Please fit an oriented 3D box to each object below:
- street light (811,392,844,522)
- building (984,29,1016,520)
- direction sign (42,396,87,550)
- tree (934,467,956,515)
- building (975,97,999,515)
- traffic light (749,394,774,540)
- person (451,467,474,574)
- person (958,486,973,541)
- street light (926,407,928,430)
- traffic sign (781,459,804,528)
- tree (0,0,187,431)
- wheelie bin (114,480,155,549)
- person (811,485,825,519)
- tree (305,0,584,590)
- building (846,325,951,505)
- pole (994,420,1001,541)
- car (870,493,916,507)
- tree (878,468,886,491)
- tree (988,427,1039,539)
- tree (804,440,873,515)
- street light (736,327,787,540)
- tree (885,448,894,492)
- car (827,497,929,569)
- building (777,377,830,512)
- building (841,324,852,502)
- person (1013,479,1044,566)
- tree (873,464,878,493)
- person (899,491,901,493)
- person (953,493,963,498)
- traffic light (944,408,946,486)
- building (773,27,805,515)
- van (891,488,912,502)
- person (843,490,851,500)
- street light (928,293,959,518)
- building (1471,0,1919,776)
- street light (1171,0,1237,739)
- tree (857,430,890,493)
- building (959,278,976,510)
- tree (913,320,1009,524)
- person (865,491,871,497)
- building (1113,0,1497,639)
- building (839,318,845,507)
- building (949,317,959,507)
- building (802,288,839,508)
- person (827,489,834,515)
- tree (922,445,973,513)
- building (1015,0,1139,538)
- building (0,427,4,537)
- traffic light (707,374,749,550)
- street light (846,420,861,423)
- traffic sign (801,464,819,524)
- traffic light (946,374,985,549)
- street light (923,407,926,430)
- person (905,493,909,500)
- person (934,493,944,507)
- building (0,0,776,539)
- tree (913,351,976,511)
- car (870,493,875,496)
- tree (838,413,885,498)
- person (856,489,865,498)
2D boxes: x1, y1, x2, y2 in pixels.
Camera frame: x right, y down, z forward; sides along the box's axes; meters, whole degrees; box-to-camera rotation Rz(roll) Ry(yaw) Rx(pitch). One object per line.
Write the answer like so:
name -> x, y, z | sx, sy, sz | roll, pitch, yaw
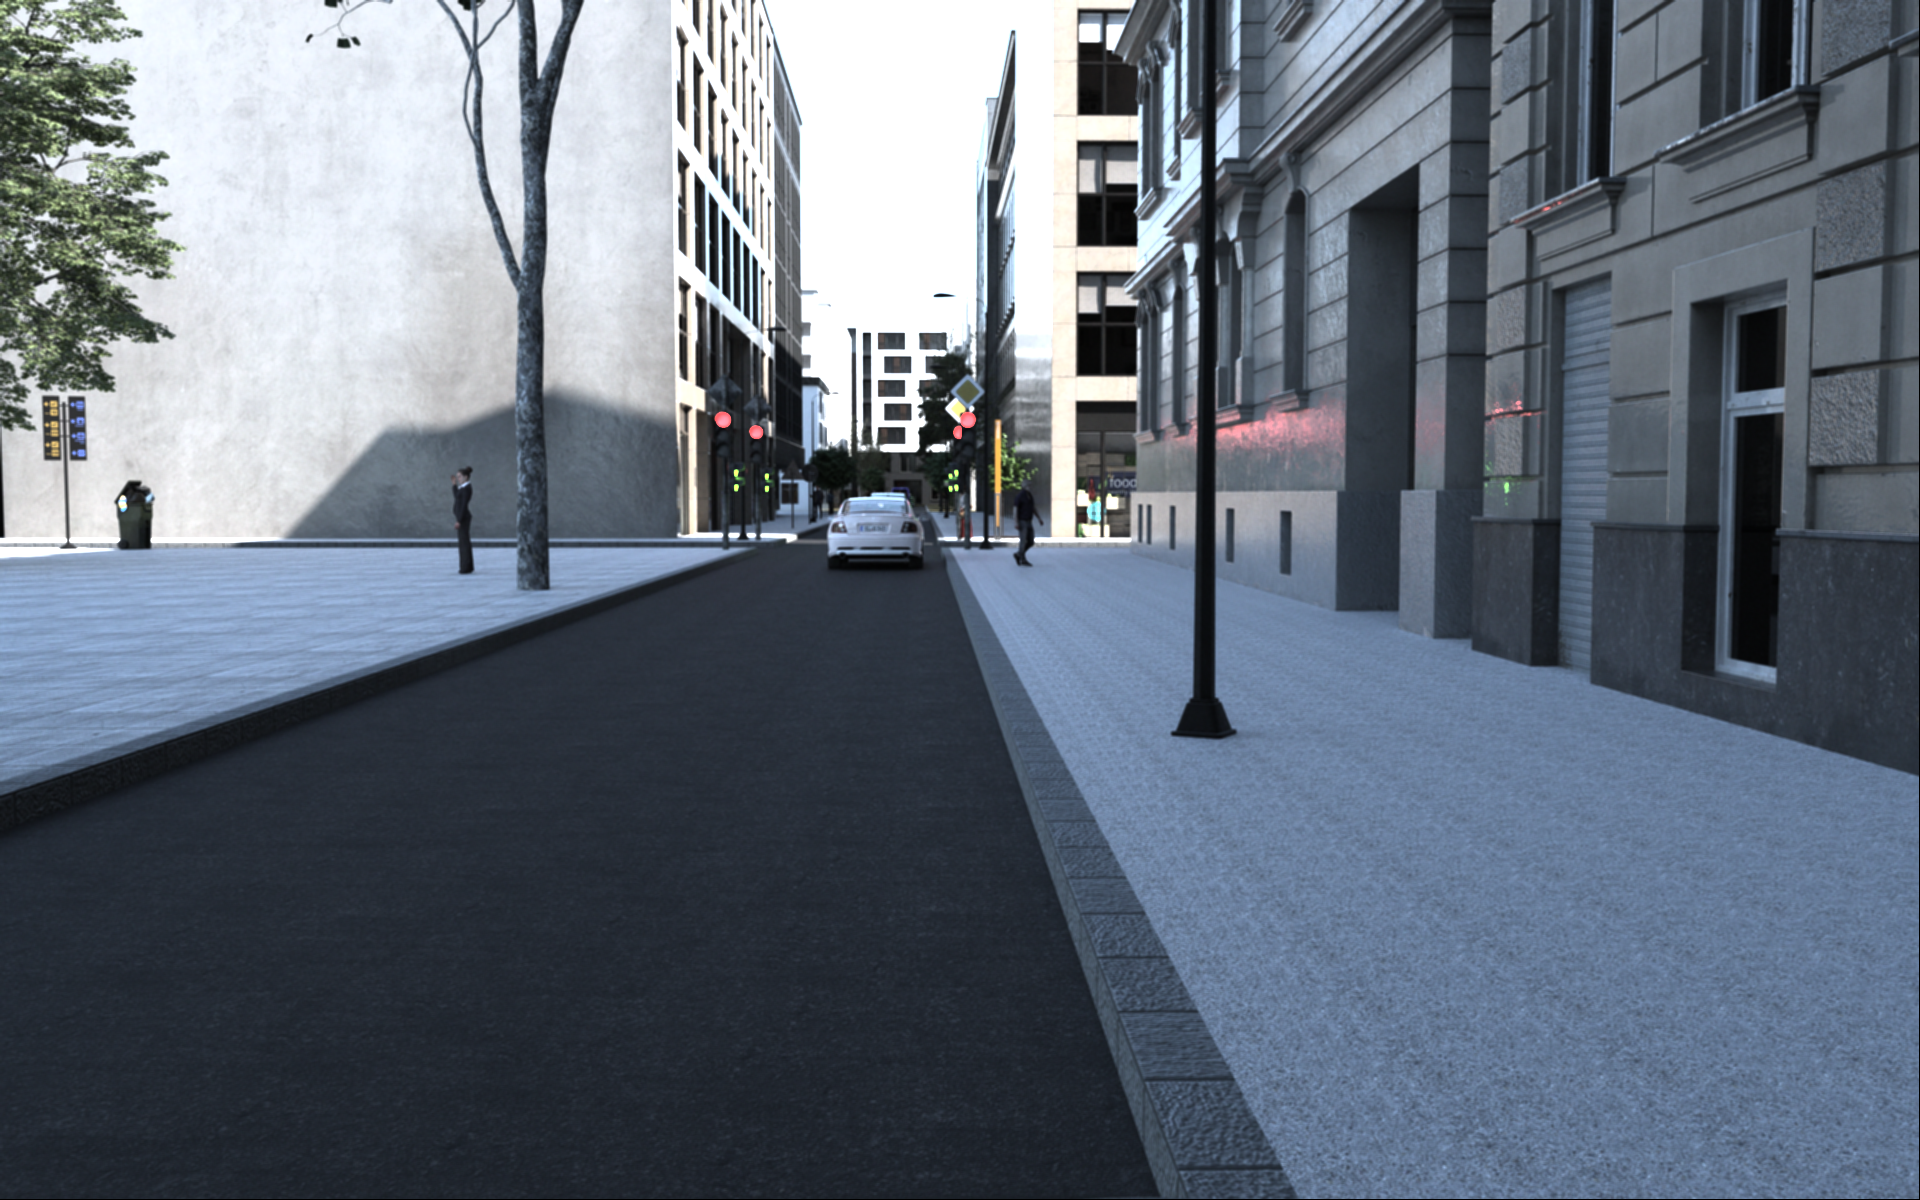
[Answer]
street light -> -6.149, -6.499, 78.806 | 1.470, 5.913, 1.316 | 0, 4, -1
building -> 9.841, -15.596, 88.278 | 16.112, 22.955, 30.059 | 0, 4, -1
direction sign -> -20.689, -2.941, 40.082 | 0.876, 3.537, 0.379 | -2, 4, -23
tree -> -0.394, -6.945, 108.151 | 1.663, 3.219, 1.824 | 0, 3, 0
building -> 7.356, -18.075, 113.549 | 12.078, 24.808, 19.932 | 0, 4, -1
traffic light -> -5.585, -3.591, 47.958 | 0.839, 4.213, 0.868 | 0, 4, -1
person -> -8.141, -1.299, 28.083 | 0.742, 1.727, 0.445 | 3, 5, 40
person -> 0.154, -2.393, 47.630 | 0.387, 1.526, 0.523 | 0, 4, 1
street light -> -0.389, -5.507, 62.573 | 1.470, 5.913, 1.316 | 0, 4, -1
traffic sign -> -6.245, -3.952, 64.621 | 0.884, 2.594, 0.081 | 0, 4, 5
tree -> -17.670, -6.852, 30.158 | 7.486, 12.596, 7.792 | 0, 3, 0
wheelie bin -> -19.200, -1.985, 40.360 | 0.693, 1.594, 0.980 | 0, 4, -1
person -> -7.437, -5.091, 89.809 | 0.617, 1.759, 0.750 | 1, 4, 22
tree -> -4.762, -10.268, 23.772 | 12.611, 20.169, 13.585 | 0, 3, 0
building -> -14.907, -23.156, 222.577 | 32.646, 21.610, 27.936 | 0, 4, -1
pole -> 1.031, -3.290, 47.628 | 0.158, 3.312, 0.155 | 0, 3, 0
car -> -2.607, -3.299, 62.737 | 1.959, 1.807, 4.718 | 0, 4, -3
tree -> -9.159, -12.007, 180.028 | 4.285, 4.588, 4.351 | 0, 3, 0
tree -> 1.186, -3.397, 50.150 | 1.663, 3.219, 1.824 | 0, 3, 0
tree -> -8.556, -7.935, 113.446 | 4.285, 4.588, 4.351 | 0, 3, 0
street light -> -5.515, -4.628, 48.205 | 1.470, 5.913, 1.316 | 0, 4, -1
tree -> -9.515, -15.019, 195.920 | 4.360, 8.622, 3.978 | 0, 3, 0
car -> -1.654, -1.367, 34.706 | 2.083, 1.381, 4.827 | 0, 4, -1
building -> -14.869, -11.961, 137.715 | 9.099, 9.664, 28.070 | 0, 4, -1
building -> -27.938, -19.698, 188.522 | 31.486, 18.905, 16.747 | 0, 4, -1
person -> 1.172, -1.377, 30.766 | 0.569, 1.553, 0.471 | -1, 4, -17
tree -> -8.805, -8.247, 118.544 | 4.285, 4.588, 4.351 | 0, 3, 0
person -> -5.643, -9.364, 162.329 | 1.217, 1.743, 0.721 | -1, 4, -21
person -> 0.003, -7.658, 131.976 | 1.217, 1.735, 0.721 | 1, 4, 23
traffic light -> -0.026, -3.600, 48.100 | 0.839, 4.213, 0.868 | 0, 4, -1
building -> -16.506, -18.492, 95.850 | 14.314, 27.812, 24.014 | 0, 4, -1
van -> -5.927, -10.302, 172.826 | 2.240, 2.365, 5.245 | 0, 4, -1
person -> -11.673, -10.462, 177.918 | 1.217, 1.723, 0.721 | 1, 4, 20
street light -> 0.066, -4.132, 40.101 | 1.470, 5.913, 1.316 | 0, 4, -1
building -> 10.125, -12.489, 1.467 | 12.463, 27.353, 25.104 | 0, 4, -1
street light -> 0.760, -2.234, 9.061 | 1.470, 5.913, 1.316 | 0, 4, -1
tree -> -10.048, -15.325, 200.918 | 4.737, 8.622, 4.395 | 0, 3, 0
building -> 8.867, -17.379, 150.598 | 16.747, 18.905, 31.486 | 0, 4, -1
tree -> -0.058, -7.507, 73.102 | 4.360, 8.622, 3.978 | 0, 3, 0
person -> -10.414, -11.572, 195.763 | 1.217, 1.766, 0.721 | -1, 4, -15
building -> 10.158, -14.577, 25.721 | 14.401, 28.519, 23.554 | 0, 4, -1
building -> -19.217, -19.091, 168.565 | 16.016, 20.091, 11.380 | 0, 4, -1
building -> 7.470, -19.308, 182.145 | 16.747, 18.905, 31.486 | 0, 4, -1
building -> -19.571, -18.384, 156.996 | 16.016, 20.091, 11.380 | 0, 4, -1
person -> -7.320, -5.498, 98.146 | 0.429, 1.552, 0.499 | 1, 4, 9
tree -> -0.845, -8.033, 115.058 | 4.285, 4.588, 4.351 | 0, 3, 0
building -> 19.416, -15.582, 59.290 | 34.151, 26.468, 19.350 | 0, 4, -1
building -> -36.562, -13.750, 54.492 | 15.834, 23.373, 12.332 | 0, 4, -1
traffic light -> -5.404, -3.103, 39.975 | 0.839, 4.213, 0.868 | 0, 4, -1
street light -> -6.905, -8.358, 109.187 | 1.470, 5.913, 1.316 | 0, 4, -1
traffic sign -> -6.423, -4.521, 74.022 | 0.768, 2.556, 0.104 | 1, 4, 8
traffic light -> 0.156, -3.111, 40.117 | 0.839, 4.213, 0.868 | 0, 4, -1
street light -> -1.273, -7.361, 92.888 | 1.470, 5.913, 1.316 | 0, 4, -1
person -> -2.899, -5.012, 93.142 | 0.574, 1.496, 0.600 | -3, 5, -42
person -> -1.947, -10.307, 174.583 | 1.348, 1.822, 0.705 | 2, 4, 24
building -> -18.140, -15.990, 65.946 | 19.350, 26.468, 34.151 | 0, 4, -1
tree -> -0.198, -12.749, 130.495 | 6.751, 12.117, 7.091 | 0, 3, 0
car -> -4.945, -5.958, 107.006 | 1.945, 1.707, 3.694 | 0, 4, -2
tree -> -9.111, -12.641, 157.045 | 4.360, 8.622, 3.978 | 0, 3, 0
person -> -9.733, -9.766, 166.242 | 0.721, 1.766, 1.217 | 0, 4, -4
